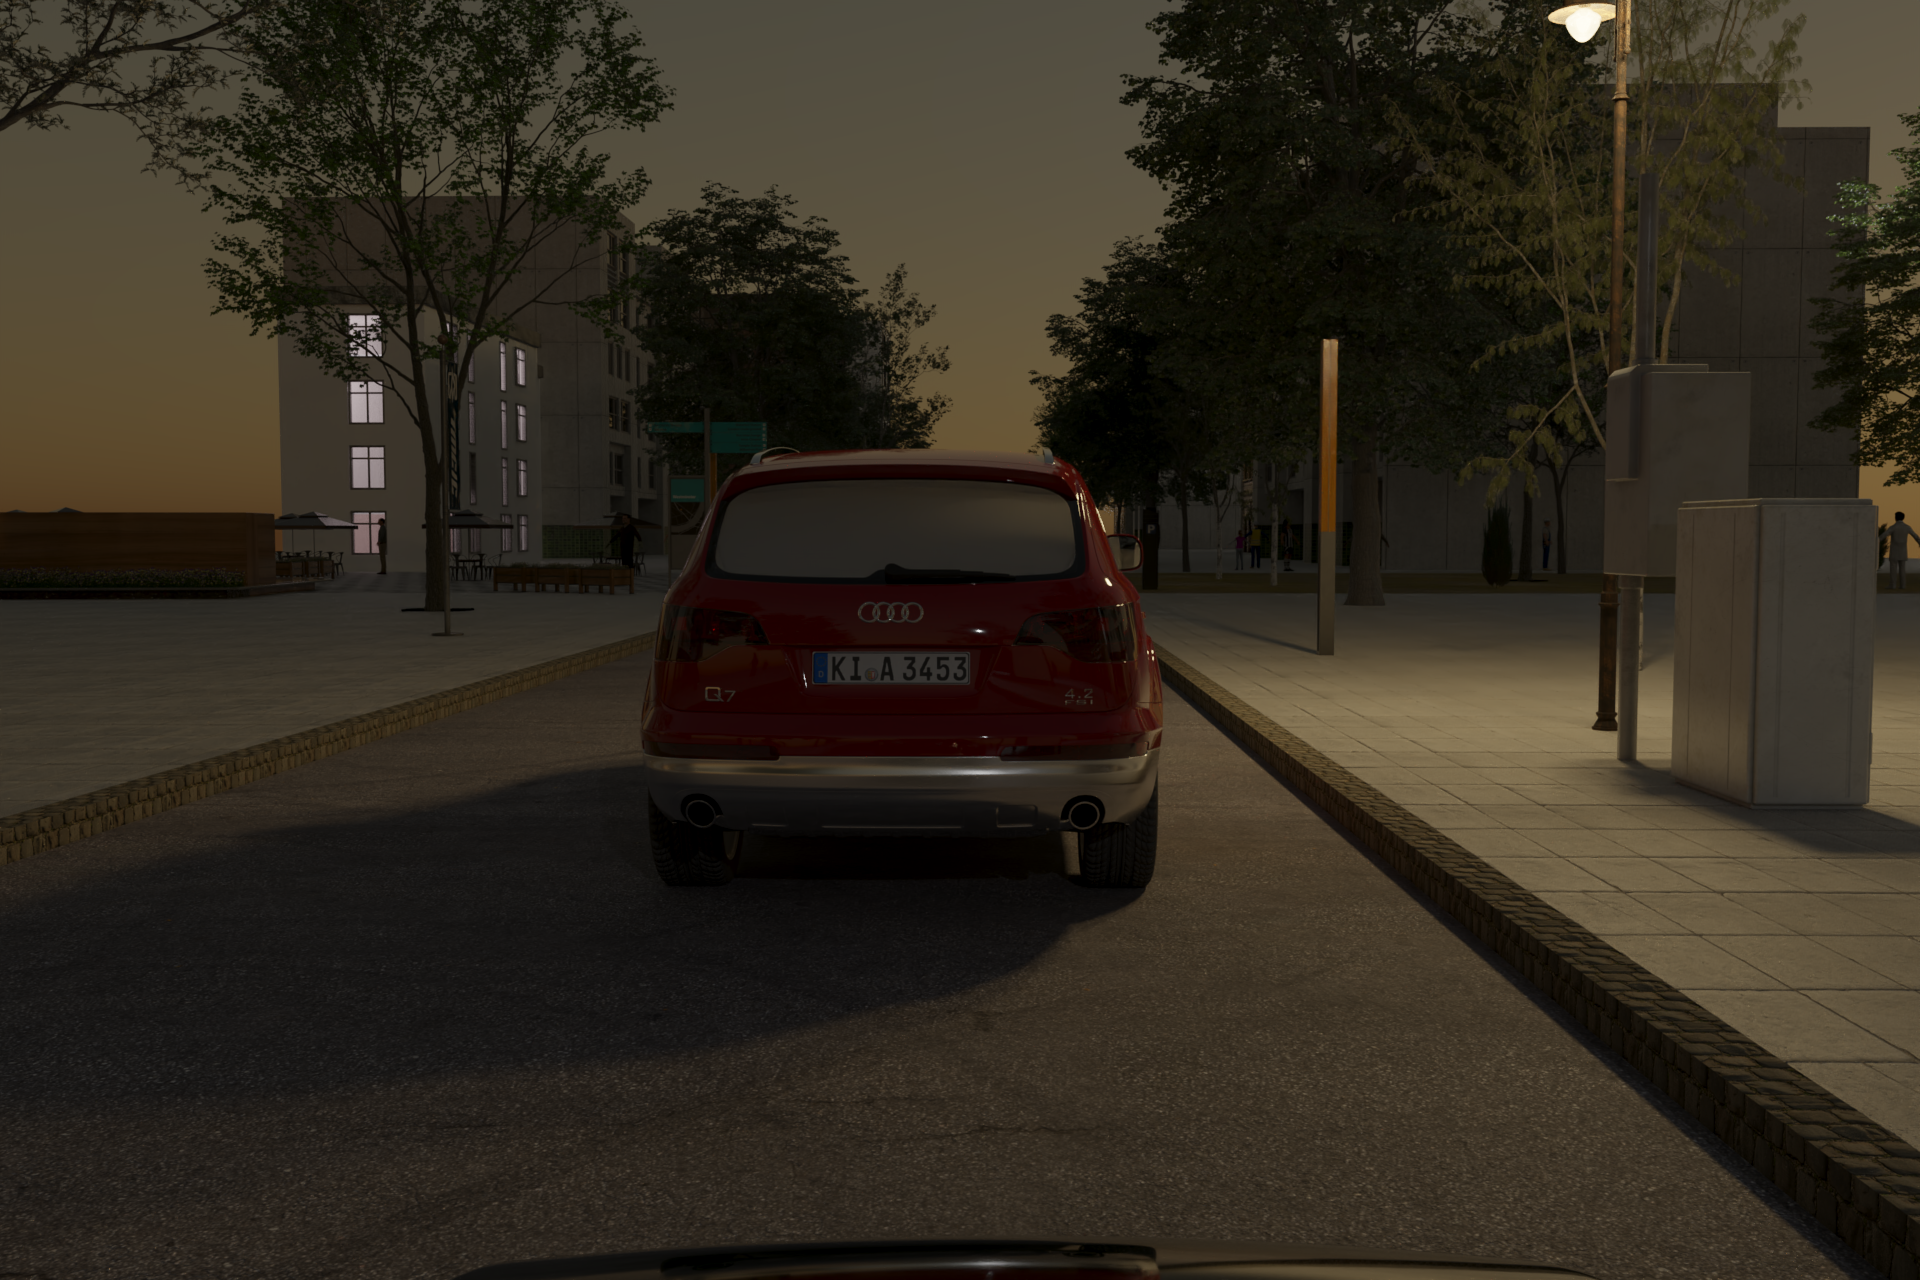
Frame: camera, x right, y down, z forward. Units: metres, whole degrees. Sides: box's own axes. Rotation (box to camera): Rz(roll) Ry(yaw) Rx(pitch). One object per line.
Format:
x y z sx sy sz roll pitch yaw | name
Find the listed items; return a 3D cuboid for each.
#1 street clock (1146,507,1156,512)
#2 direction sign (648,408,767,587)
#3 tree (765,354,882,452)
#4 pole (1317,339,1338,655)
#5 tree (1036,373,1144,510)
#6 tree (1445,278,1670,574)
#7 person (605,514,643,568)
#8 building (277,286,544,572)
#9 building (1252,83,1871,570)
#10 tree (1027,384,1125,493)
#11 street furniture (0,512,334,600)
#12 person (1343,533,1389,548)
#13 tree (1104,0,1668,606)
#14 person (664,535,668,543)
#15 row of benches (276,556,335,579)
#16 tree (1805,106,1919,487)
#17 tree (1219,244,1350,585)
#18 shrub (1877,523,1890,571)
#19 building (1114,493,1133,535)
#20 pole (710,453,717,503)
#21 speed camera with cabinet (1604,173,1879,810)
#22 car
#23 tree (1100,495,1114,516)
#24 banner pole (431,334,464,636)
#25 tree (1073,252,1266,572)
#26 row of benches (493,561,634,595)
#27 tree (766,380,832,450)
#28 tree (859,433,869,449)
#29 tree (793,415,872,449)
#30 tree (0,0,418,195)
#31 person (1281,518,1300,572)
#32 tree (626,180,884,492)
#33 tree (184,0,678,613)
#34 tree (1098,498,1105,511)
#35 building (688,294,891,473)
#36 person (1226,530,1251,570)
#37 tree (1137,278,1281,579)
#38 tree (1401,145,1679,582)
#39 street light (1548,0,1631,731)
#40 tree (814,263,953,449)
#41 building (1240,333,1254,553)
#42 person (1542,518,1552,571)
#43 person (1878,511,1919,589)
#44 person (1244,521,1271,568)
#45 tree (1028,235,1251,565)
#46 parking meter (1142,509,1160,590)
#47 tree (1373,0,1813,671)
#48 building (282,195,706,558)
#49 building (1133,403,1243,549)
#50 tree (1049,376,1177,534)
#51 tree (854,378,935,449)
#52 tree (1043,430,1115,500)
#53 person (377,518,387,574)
5.034 -2.510 45.613 0.358 2.002 0.471 0 3 0 | street clock
-5.360 -2.976 37.412 2.525 3.948 1.411 0 4 0 | direction sign
-7.195 -9.129 83.679 8.767 10.594 7.601 2 4 29 | tree
3.876 -1.494 18.278 0.158 3.312 0.155 0 3 0 | pole
8.437 -11.123 107.611 9.928 11.665 9.643 0 3 0 | tree
19.418 -7.413 55.612 8.767 10.594 7.601 1 4 11 | tree
-8.725 -2.393 45.261 1.346 1.812 0.704 3 4 36 | person
-22.078 -7.993 72.836 9.099 9.664 28.070 0 4 2 | building
23.799 -12.868 76.851 16.747 18.905 31.486 0 4 1 | building
8.368 -11.738 117.674 9.928 11.665 9.643 0 3 0 | tree
-18.745 -1.815 36.534 9.812 1.723 11.010 0 4 -5 | street furniture
11.198 -2.536 47.594 1.348 1.813 0.705 -1 4 -11 | person
7.255 -7.588 30.726 9.857 13.997 8.962 0 3 0 | tree
-11.707 -3.962 71.576 1.217 1.733 0.721 1 4 18 | person
-17.996 -1.958 47.481 1.422 0.672 4.104 0 4 -4 | row of benches
25.803 -7.735 44.596 7.486 12.596 7.792 0 3 0 | tree
8.099 -5.675 43.154 4.737 8.622 4.395 0 3 0 | tree
27.473 -2.987 52.872 1.661 2.075 1.752 0 3 0 | shrub
28.145 -22.873 204.897 19.493 23.208 18.063 0 4 1 | building
-5.483 -2.730 38.483 0.158 3.312 0.155 0 3 0 | pole
3.963 -0.892 8.927 0.660 3.252 2.038 0 4 1 | speed camera with cabinet
-0.185 0.006 8.569 2.281 1.827 5.304 0 4 1 | car
22.524 -19.723 232.832 12.009 13.543 11.850 0 3 0 | tree
-6.481 -1.958 22.036 0.401 3.779 0.863 0 4 1 | banner pole
7.329 -7.575 58.267 7.601 10.594 8.767 -1 4 -12 | tree
-8.671 -1.376 37.958 4.104 0.672 1.422 3 4 37 | row of benches
-7.236 -7.479 72.651 4.360 8.622 3.978 0 3 0 | tree
-6.607 -9.216 101.050 4.737 8.622 4.395 0 3 0 | tree
-7.373 -8.642 91.658 4.360 8.622 3.978 0 3 0 | tree
-8.324 -6.178 11.382 12.009 13.543 11.850 0 3 0 | tree
11.271 -3.257 59.391 0.704 1.843 1.345 3 4 36 | person
-7.386 -9.492 61.856 9.857 13.997 8.962 0 3 0 | tree
-8.648 -6.293 28.647 9.928 11.665 9.643 0 3 0 | tree
9.136 -12.803 143.735 8.767 10.594 7.601 0 4 -3 | tree
-21.467 -19.564 163.853 27.936 21.610 32.646 0 4 1 | building
9.919 -3.200 61.584 0.991 1.433 0.599 -1 4 -16 | person
7.497 -6.036 49.059 4.360 8.622 3.978 0 3 0 | tree
15.426 -7.382 46.455 9.928 11.665 9.643 0 3 0 | tree
4.235 -2.347 11.169 0.468 5.910 1.993 0 4 1 | street light
-6.191 -16.318 122.688 12.611 20.169 13.585 0 3 0 | tree
28.809 -17.167 111.609 19.493 23.208 18.063 0 4 1 | building
20.504 -3.340 60.459 0.705 1.847 1.347 2 4 24 | person
21.835 -2.089 40.339 1.347 1.806 0.705 0 4 -4 | person
11.030 -3.562 64.704 1.216 1.772 0.721 0 4 -4 | person
7.782 -10.086 71.559 9.857 13.997 8.962 0 3 0 | tree
4.420 -2.100 40.044 0.399 1.863 0.255 0 4 2 | parking meter
6.365 -4.003 15.806 4.360 8.622 3.978 0 3 0 | tree
-26.604 -14.690 106.647 16.747 18.905 31.486 0 4 2 | building
25.942 -18.173 163.580 16.747 18.905 31.486 0 4 2 | building
8.519 -9.778 94.276 8.767 10.594 7.601 1 4 15 | tree
-6.713 -14.184 138.569 9.857 13.997 8.962 0 3 0 | tree
8.988 -12.099 132.224 8.767 10.594 7.601 3 5 44 | tree
-18.462 -2.996 55.261 0.705 1.796 1.348 -1 4 -16 | person
